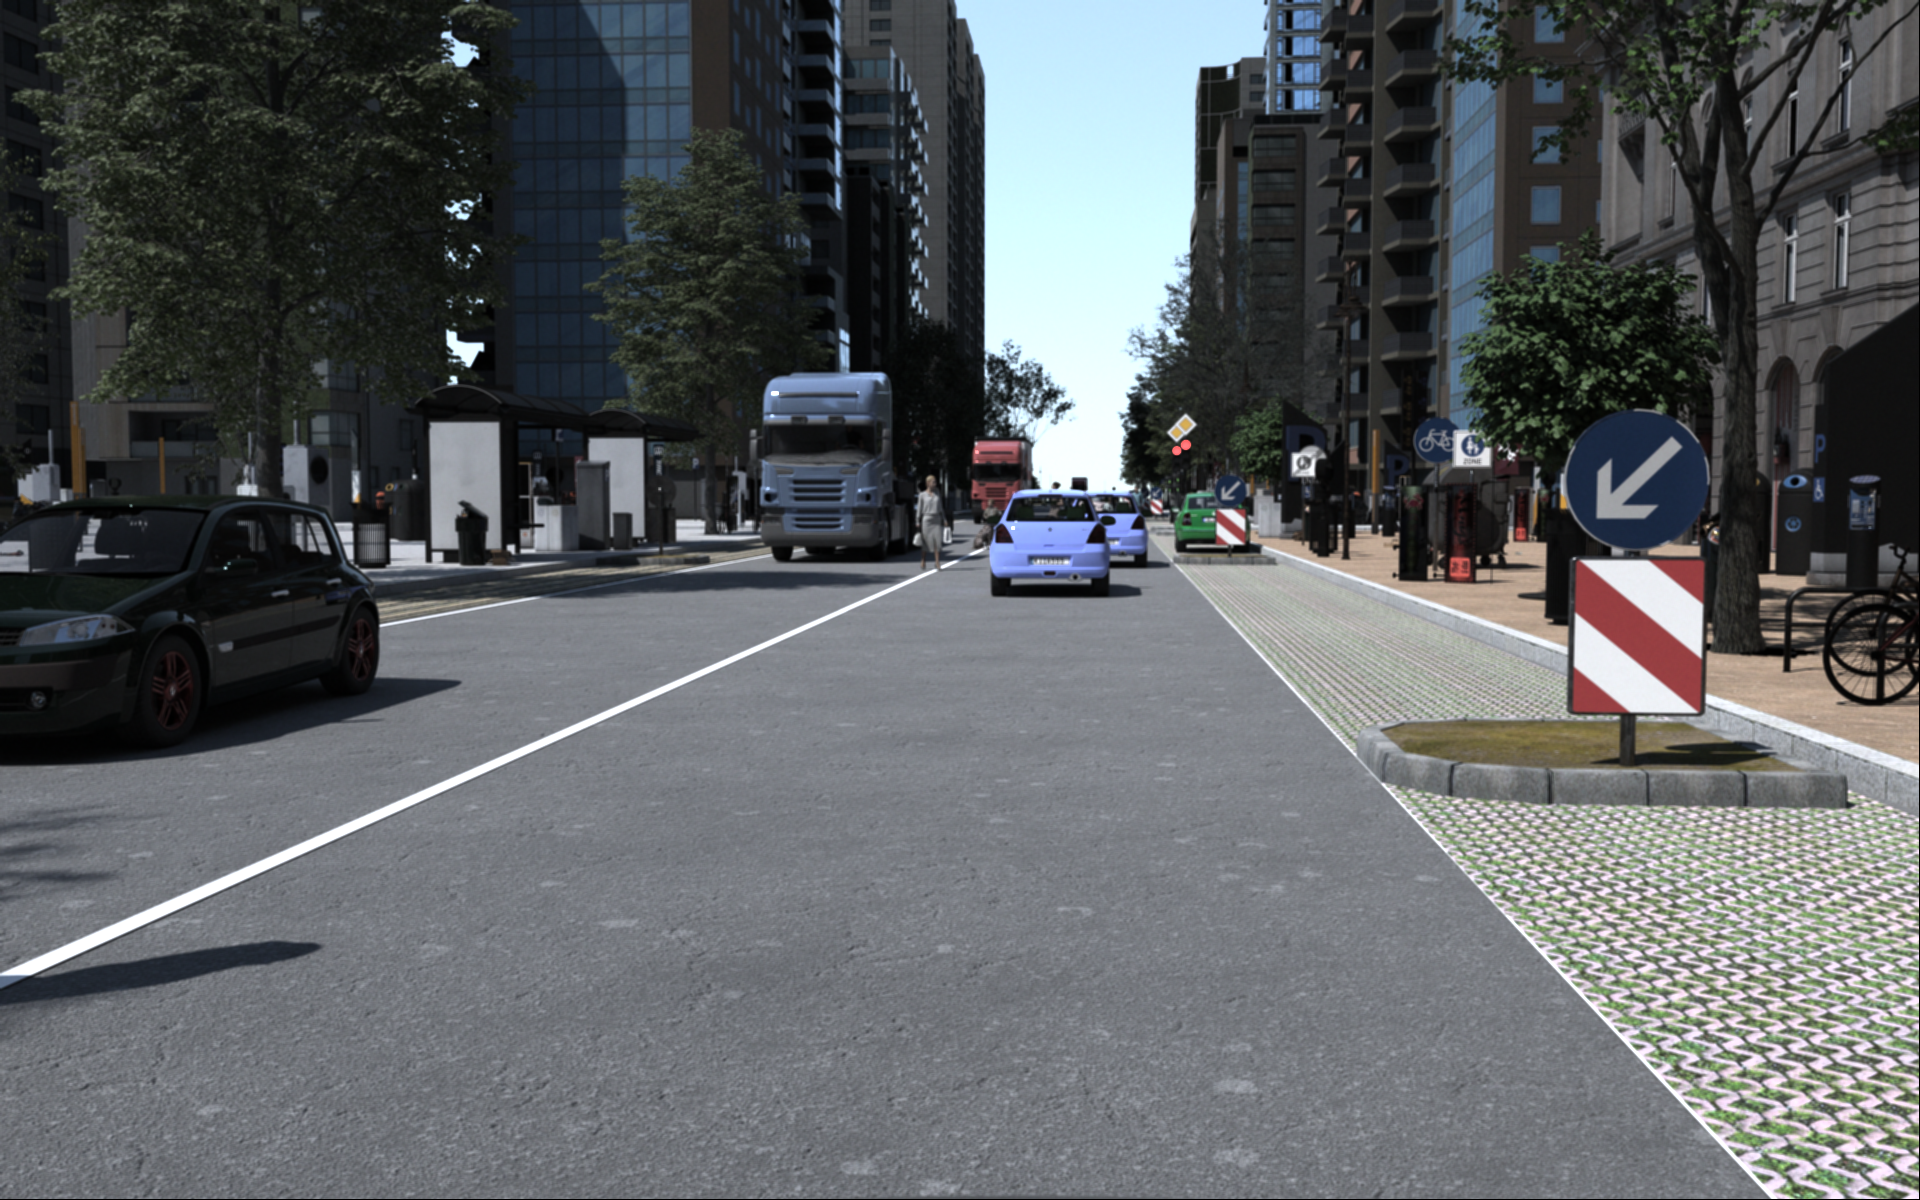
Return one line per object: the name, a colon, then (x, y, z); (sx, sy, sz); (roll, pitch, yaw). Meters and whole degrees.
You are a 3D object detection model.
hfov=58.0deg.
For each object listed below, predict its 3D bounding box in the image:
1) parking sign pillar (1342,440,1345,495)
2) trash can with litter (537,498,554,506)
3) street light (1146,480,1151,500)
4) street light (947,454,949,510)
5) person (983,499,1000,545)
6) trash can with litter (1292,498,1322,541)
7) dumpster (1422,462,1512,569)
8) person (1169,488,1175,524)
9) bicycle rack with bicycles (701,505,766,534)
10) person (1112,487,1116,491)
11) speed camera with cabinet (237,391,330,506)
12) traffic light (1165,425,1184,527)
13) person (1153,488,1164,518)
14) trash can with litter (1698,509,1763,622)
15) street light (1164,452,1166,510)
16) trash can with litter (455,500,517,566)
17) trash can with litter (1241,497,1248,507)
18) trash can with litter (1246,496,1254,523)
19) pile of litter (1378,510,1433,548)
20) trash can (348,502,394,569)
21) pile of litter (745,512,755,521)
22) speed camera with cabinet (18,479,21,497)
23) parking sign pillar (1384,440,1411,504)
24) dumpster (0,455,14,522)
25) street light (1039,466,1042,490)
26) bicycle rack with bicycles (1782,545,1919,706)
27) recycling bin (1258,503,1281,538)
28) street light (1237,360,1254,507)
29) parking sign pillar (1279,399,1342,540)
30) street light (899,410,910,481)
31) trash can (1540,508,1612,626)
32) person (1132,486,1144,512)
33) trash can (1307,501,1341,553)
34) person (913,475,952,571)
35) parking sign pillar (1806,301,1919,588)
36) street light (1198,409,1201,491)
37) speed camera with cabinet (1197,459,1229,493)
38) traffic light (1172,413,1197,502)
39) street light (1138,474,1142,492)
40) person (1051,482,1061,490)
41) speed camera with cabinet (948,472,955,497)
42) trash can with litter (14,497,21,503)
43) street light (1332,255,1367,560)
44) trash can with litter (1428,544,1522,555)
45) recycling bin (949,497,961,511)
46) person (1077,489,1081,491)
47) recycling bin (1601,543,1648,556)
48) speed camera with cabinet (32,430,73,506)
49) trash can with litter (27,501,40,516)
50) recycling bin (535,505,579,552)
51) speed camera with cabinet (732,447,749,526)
parking sign pillar: (18.406, -5.929, 85.410); (1.447, 3.967, 1.447); (-3, 5, -41)
trash can with litter: (-11.606, -2.312, 49.191); (0.624, 1.170, 1.055); (-2, 4, -35)
street light: (23.561, -15.044, 218.758); (0.468, 5.910, 1.993); (0, 4, 5)
street light: (-0.841, -9.086, 121.347); (0.468, 5.910, 1.993); (0, 4, 5)
person: (0.896, -2.199, 48.725); (0.475, 1.303, 0.640); (0, 4, -7)
trash can with litter: (9.396, -2.184, 47.103); (0.624, 1.170, 1.055); (-2, 4, -24)
dumpster: (8.841, -1.496, 30.218); (1.264, 1.857, 1.865); (0, 4, 5)
person: (10.303, -4.583, 83.617); (0.473, 1.802, 0.592); (1, 4, 10)
bicycle rack with bicycles: (-7.205, -2.632, 56.414); (2.852, 0.926, 2.925); (0, 4, 0)
person: (9.100, -5.795, 103.028); (0.659, 1.850, 0.755); (2, 4, 33)
speed camera with cabinet: (-12.525, -2.310, 32.107); (0.660, 3.252, 2.038); (1, 4, 14)
traffic light: (8.494, -4.845, 68.140); (0.839, 4.253, 0.868); (0, 4, 5)
person: (11.092, -5.380, 96.639); (0.728, 1.800, 0.709); (-1, 4, -18)
trash can with litter: (7.585, -0.371, 17.450); (0.624, 1.170, 1.055); (0, 4, -7)
street light: (16.883, -10.380, 142.492); (0.468, 5.910, 1.993); (0, 4, 5)
trash can with litter: (-8.530, -1.210, 31.174); (1.055, 1.170, 0.624); (0, 4, -2)
trash can with litter: (14.853, -4.910, 91.672); (0.624, 1.170, 1.055); (-1, 4, -9)
trash can with litter: (12.692, -4.081, 77.786); (2.233, 1.210, 1.678); (0, 4, -7)
pile of litter: (10.901, -1.688, 41.559); (1.176, 0.858, 1.719); (-1, 4, -15)
trash can: (-10.168, -1.118, 29.928); (0.748, 1.137, 0.748); (0, 3, 0)
pile of litter: (-10.552, -4.318, 84.566); (1.176, 0.858, 1.719); (-2, 4, -30)
speed camera with cabinet: (-43.258, -5.325, 81.402); (0.660, 3.252, 2.038); (1, 4, 16)
parking sign pillar: (21.692, -5.955, 85.841); (1.447, 3.967, 1.447); (-1, 4, -10)
dumpster: (-10.969, -0.930, 17.706); (1.502, 2.255, 1.985); (0, 4, 5)
street light: (13.117, -18.962, 282.818); (0.468, 5.910, 1.993); (0, 4, 5)
bicycle rack with bicycles: (6.843, 0.127, 11.311); (2.925, 0.926, 2.852); (1, 4, 9)
recycling bin: (9.192, -2.348, 50.949); (0.722, 1.027, 0.722); (1, 4, 19)
street light: (9.821, -5.312, 59.647); (0.468, 5.910, 1.993); (0, 4, 5)
parking sign pillar: (9.839, -3.719, 49.285); (1.447, 3.967, 1.447); (0, 4, -6)
street light: (-3.062, -7.517, 95.688); (0.468, 5.910, 1.993); (0, 4, 5)
trash can: (6.074, -0.327, 17.008); (0.748, 1.137, 0.748); (0, 3, 0)
person: (8.659, -4.647, 84.499); (0.660, 1.820, 0.620); (0, 4, 3)
trash can: (7.890, -1.585, 37.575); (0.748, 1.137, 0.748); (0, 3, 0)
person: (-0.526, -1.451, 32.582); (0.694, 1.780, 0.624); (-1, 4, -9)
parking sign pillar: (12.683, -2.186, 24.206); (1.447, 3.967, 1.447); (0, 4, 3)
street light: (12.529, -7.216, 90.771); (0.468, 5.910, 1.993); (0, 4, 5)
speed camera with cabinet: (13.205, -5.787, 88.950); (2.038, 3.252, 0.660); (-1, 4, -19)
traffic light: (7.810, -4.359, 60.184); (0.839, 4.253, 0.868); (0, 4, 5)
street light: (28.422, -18.542, 275.942); (0.468, 5.910, 1.993); (0, 4, 5)
person: (2.703, -2.528, 50.172); (0.374, 1.781, 0.599); (-3, 4, -36)
speed camera with cabinet: (-1.381, -8.577, 134.572); (2.038, 3.252, 0.660); (-2, 4, -28)
trash can with litter: (-41.863, -3.992, 76.654); (1.055, 1.170, 0.624); (1, 4, 21)
street light: (7.556, -3.728, 33.734); (0.468, 5.910, 1.993); (0, 4, 5)
trash can with litter: (10.840, -1.589, 37.043); (2.233, 1.210, 1.678); (1, 4, 23)
recycling bin: (-0.372, -7.073, 128.204); (0.722, 1.027, 0.722); (3, 4, 38)
person: (9.293, -7.743, 135.075); (0.580, 1.828, 0.573); (3, 5, 42)
recycling bin: (13.626, -1.408, 35.571); (0.722, 1.027, 0.722); (-2, 4, -25)
speed camera with cabinet: (-28.182, -3.651, 54.035); (0.660, 3.252, 2.038); (0, 4, -3)
trash can with litter: (-19.864, -1.522, 35.949); (2.233, 1.210, 1.678); (-3, 5, -40)
recycling bin: (-8.985, -1.594, 38.622); (0.722, 1.027, 0.722); (1, 4, 19)
speed camera with cabinet: (-8.894, -4.596, 69.484); (0.660, 3.252, 2.038); (0, 4, 3)
